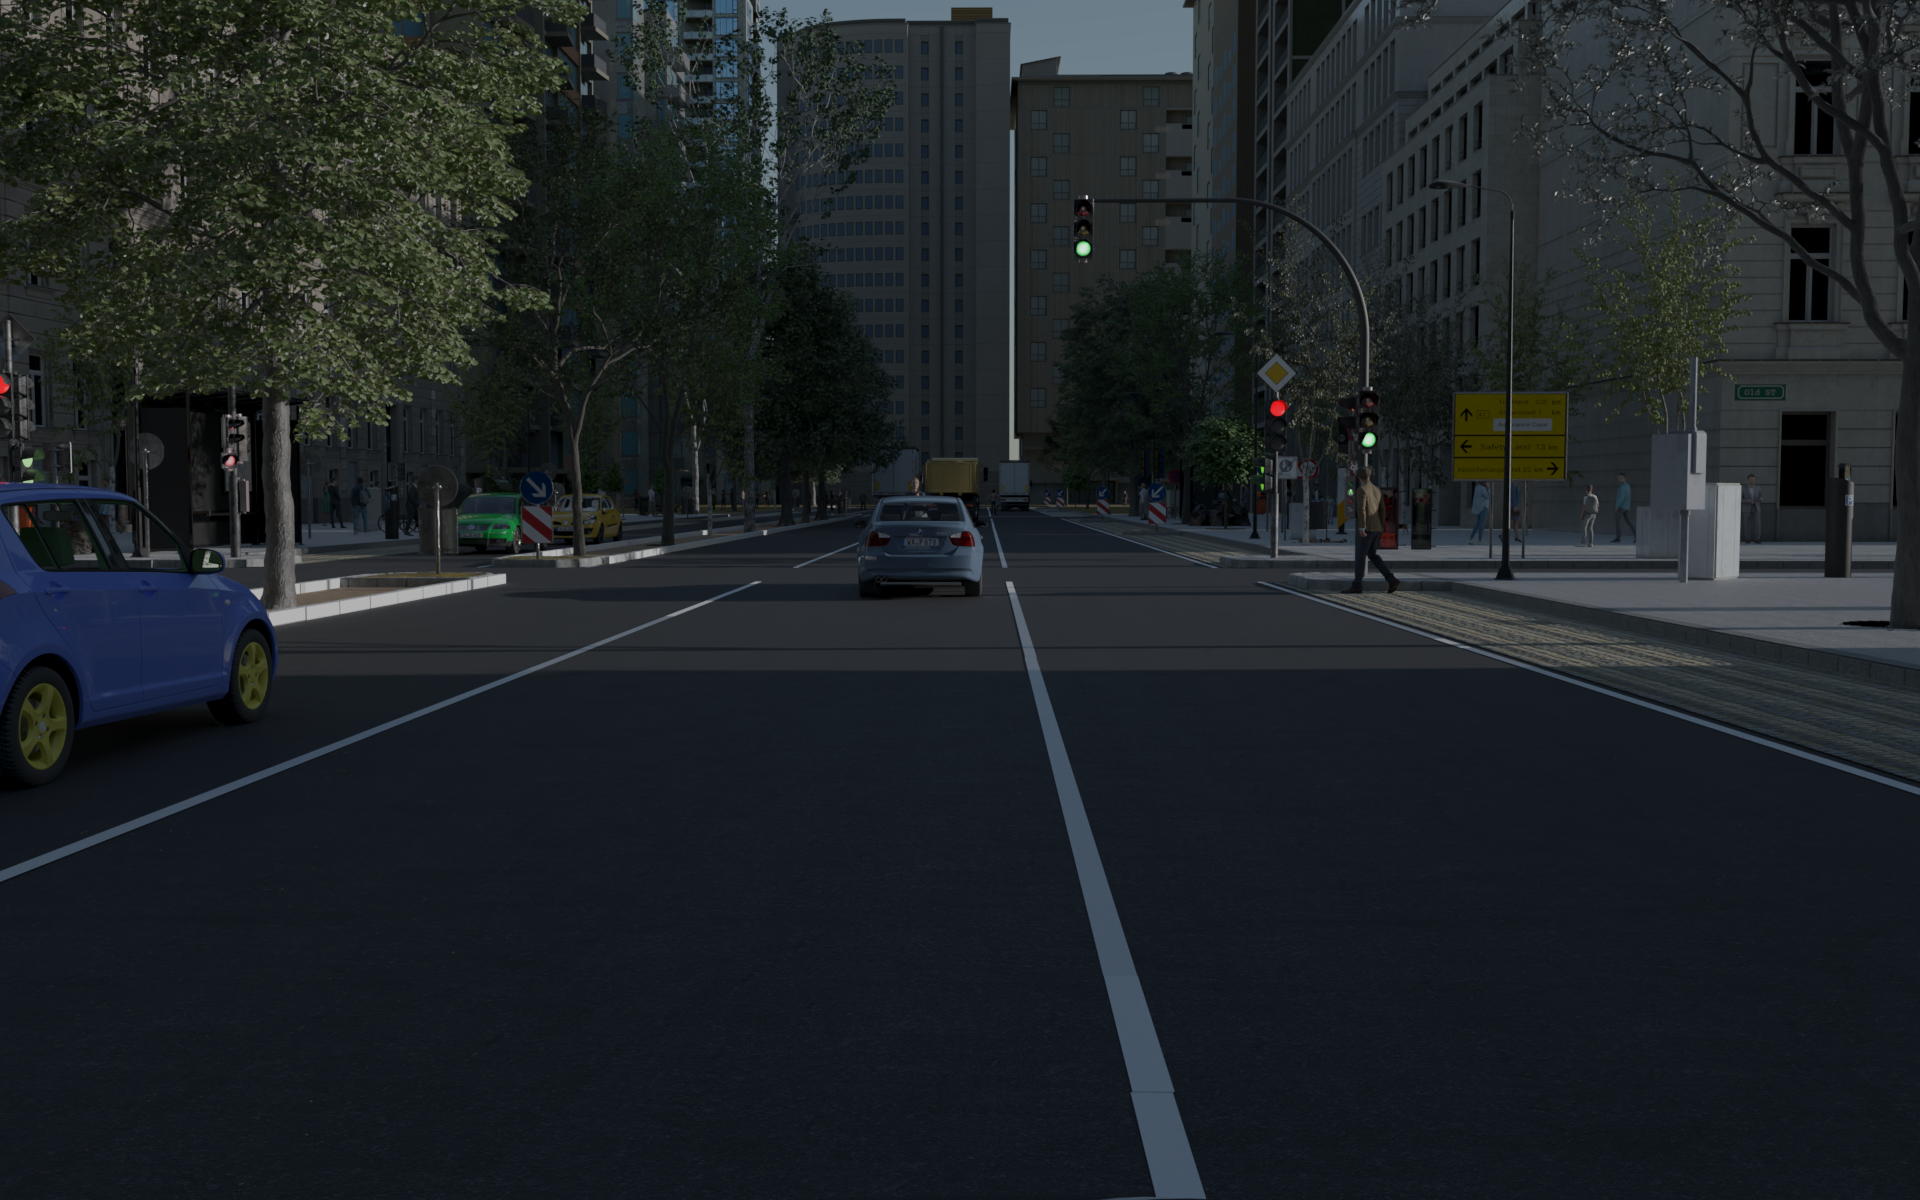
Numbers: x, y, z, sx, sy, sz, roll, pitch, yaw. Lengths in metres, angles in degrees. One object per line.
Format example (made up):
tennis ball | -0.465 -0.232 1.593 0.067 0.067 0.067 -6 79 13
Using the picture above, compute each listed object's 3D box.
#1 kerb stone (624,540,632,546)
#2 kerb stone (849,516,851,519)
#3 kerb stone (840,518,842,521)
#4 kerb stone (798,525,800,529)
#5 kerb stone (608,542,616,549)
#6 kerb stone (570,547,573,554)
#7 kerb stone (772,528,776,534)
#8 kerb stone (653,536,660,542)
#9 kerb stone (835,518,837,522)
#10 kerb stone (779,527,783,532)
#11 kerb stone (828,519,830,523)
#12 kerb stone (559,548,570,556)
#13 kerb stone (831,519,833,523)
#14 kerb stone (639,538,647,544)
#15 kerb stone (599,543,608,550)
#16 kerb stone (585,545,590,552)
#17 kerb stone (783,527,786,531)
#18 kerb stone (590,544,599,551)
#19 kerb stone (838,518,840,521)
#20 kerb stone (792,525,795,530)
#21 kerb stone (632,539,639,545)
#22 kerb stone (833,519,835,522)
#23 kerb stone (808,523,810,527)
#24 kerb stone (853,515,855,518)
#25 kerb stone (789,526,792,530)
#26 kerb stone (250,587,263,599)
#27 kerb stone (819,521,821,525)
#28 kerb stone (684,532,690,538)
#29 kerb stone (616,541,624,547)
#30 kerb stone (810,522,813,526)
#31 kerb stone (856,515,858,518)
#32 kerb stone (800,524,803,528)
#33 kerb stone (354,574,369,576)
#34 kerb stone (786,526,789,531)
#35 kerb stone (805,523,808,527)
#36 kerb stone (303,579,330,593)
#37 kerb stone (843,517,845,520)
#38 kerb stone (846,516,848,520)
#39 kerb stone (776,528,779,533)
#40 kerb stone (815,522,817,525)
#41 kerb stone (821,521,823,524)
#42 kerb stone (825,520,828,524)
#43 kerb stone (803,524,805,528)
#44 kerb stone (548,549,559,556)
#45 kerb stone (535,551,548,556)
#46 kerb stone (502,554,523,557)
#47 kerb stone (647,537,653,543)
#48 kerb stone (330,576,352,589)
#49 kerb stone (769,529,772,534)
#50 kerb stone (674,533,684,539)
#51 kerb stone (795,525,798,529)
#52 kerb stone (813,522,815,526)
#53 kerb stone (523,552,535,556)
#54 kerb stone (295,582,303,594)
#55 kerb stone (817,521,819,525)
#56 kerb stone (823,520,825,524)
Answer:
kerb stone | -9.199 -1.536 47.340 0.120 0.150 1.000 0 4 1
kerb stone | -6.385 -4.610 97.576 0.120 0.150 1.000 0 4 1
kerb stone | -6.473 -4.235 91.431 0.120 0.150 1.000 0 4 1
kerb stone | -6.763 -2.973 70.924 0.120 0.150 1.000 0 4 1
kerb stone | -9.224 -1.413 45.291 0.120 0.150 1.000 0 4 1
kerb stone | -9.282 -1.162 41.201 0.120 0.150 1.000 0 4 1
kerb stone | -6.870 -2.478 62.713 0.120 0.150 1.000 0 4 1
kerb stone | -9.141 -1.788 51.436 0.120 0.150 1.000 0 4 1
kerb stone | -6.516 -4.047 88.365 0.120 0.150 1.000 0 4 1
kerb stone | -6.846 -2.605 64.780 0.120 0.150 1.000 0 4 1
kerb stone | -6.571 -3.796 84.261 0.120 0.150 1.000 0 4 1
kerb stone | -9.290 -1.100 40.179 0.120 0.150 1.000 0 4 1
kerb stone | -6.549 -3.918 86.321 0.120 0.150 1.000 0 4 1
kerb stone | -9.166 -1.662 49.387 0.120 0.150 1.000 0 4 1
kerb stone | -9.239 -1.339 44.268 0.120 0.150 1.000 0 4 1
kerb stone | -9.267 -1.225 42.223 0.120 0.150 1.000 0 4 1
kerb stone | -6.840 -2.667 65.805 0.120 0.150 1.000 0 4 1
kerb stone | -9.253 -1.284 43.246 0.120 0.150 1.000 0 4 1
kerb stone | -6.497 -4.172 90.409 0.120 0.150 1.000 0 4 1
kerb stone | -6.792 -2.855 68.877 0.120 0.150 1.000 0 4 1
kerb stone | -9.187 -1.600 48.365 0.120 0.150 1.000 0 4 1
kerb stone | -6.528 -3.984 87.343 0.120 0.150 1.000 0 4 1
kerb stone | -6.705 -3.229 75.022 0.120 0.150 1.000 0 4 1
kerb stone | -6.348 -4.798 100.649 0.120 0.150 1.000 0 4 1
kerb stone | -6.814 -2.790 67.850 0.120 0.150 1.000 0 4 1
kerb stone | -9.531 -0.063 23.277 0.120 0.150 1.000 0 4 1
kerb stone | -6.642 -3.544 80.137 0.120 0.150 1.000 0 4 1
kerb stone | -9.062 -2.102 56.560 0.120 0.150 1.000 0 4 1
kerb stone | -9.205 -1.475 46.315 0.120 0.150 1.000 0 4 1
kerb stone | -6.691 -3.293 76.044 0.120 0.150 1.000 0 4 1
kerb stone | -6.316 -4.923 102.694 0.120 0.150 1.000 0 4 1
kerb stone | -6.746 -3.043 71.946 0.120 0.150 1.000 0 4 1
kerb stone | -9.480 -0.316 27.378 0.120 0.150 1.000 0 4 1
kerb stone | -6.826 -2.730 66.828 0.120 0.150 1.000 0 4 1
kerb stone | -6.719 -3.157 74.000 0.120 0.150 1.000 0 4 1
kerb stone | -9.498 -0.191 25.323 0.120 0.150 1.000 0 4 1
kerb stone | -6.450 -4.360 93.484 0.120 0.150 1.000 0 4 1
kerb stone | -6.425 -4.482 95.529 0.120 0.150 1.000 0 4 1
kerb stone | -6.870 -2.537 63.750 0.120 0.150 1.000 0 4 1
kerb stone | -6.663 -3.417 78.092 0.120 0.150 1.000 0 4 1
kerb stone | -6.626 -3.606 81.159 0.120 0.150 1.000 0 4 1
kerb stone | -6.591 -3.733 83.225 0.120 0.150 1.000 0 4 1
kerb stone | -6.737 -3.098 72.973 0.120 0.150 1.000 0 4 1
kerb stone | -9.309 -1.035 39.152 0.120 0.150 1.000 0 4 1
kerb stone | -9.318 -0.975 38.130 0.120 0.150 1.000 0 4 1
kerb stone | -9.351 -0.850 36.086 0.120 0.150 1.000 0 4 1
kerb stone | -9.158 -1.723 50.414 0.120 0.150 1.000 0 4 1
kerb stone | -9.493 -0.253 26.345 0.120 0.150 1.000 0 4 1
kerb stone | -6.894 -2.413 61.692 0.120 0.150 1.000 0 4 1
kerb stone | -9.078 -2.039 55.538 0.120 0.150 1.000 0 4 1
kerb stone | -6.773 -2.918 69.901 0.120 0.150 1.000 0 4 1
kerb stone | -6.681 -3.354 77.066 0.120 0.150 1.000 0 4 1
kerb stone | -9.340 -0.911 37.108 0.120 0.150 1.000 0 4 1
kerb stone | -9.518 -0.129 24.298 0.120 0.150 1.000 0 4 1
kerb stone | -6.658 -3.481 79.114 0.120 0.150 1.000 0 4 1
kerb stone | -6.610 -3.669 82.184 0.120 0.150 1.000 0 4 1
